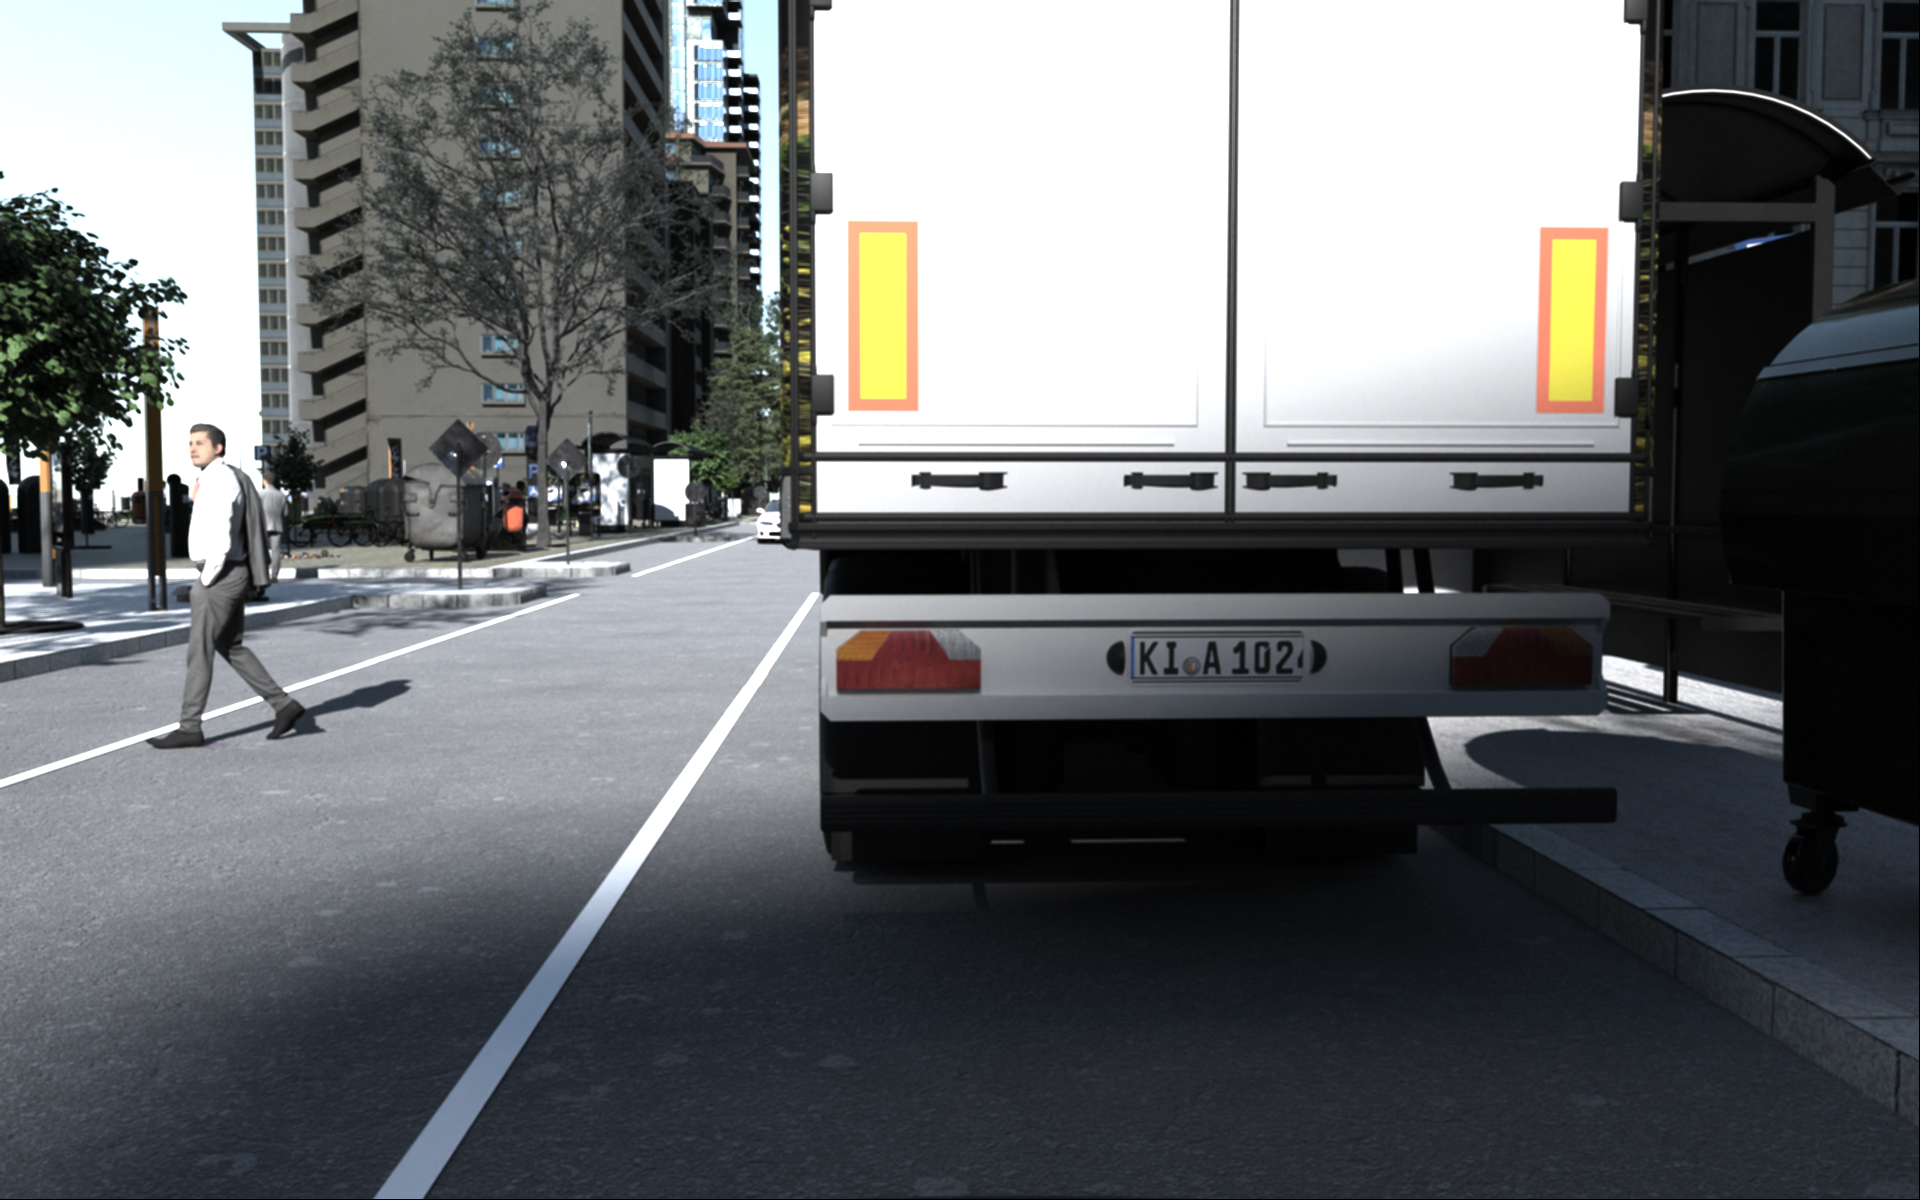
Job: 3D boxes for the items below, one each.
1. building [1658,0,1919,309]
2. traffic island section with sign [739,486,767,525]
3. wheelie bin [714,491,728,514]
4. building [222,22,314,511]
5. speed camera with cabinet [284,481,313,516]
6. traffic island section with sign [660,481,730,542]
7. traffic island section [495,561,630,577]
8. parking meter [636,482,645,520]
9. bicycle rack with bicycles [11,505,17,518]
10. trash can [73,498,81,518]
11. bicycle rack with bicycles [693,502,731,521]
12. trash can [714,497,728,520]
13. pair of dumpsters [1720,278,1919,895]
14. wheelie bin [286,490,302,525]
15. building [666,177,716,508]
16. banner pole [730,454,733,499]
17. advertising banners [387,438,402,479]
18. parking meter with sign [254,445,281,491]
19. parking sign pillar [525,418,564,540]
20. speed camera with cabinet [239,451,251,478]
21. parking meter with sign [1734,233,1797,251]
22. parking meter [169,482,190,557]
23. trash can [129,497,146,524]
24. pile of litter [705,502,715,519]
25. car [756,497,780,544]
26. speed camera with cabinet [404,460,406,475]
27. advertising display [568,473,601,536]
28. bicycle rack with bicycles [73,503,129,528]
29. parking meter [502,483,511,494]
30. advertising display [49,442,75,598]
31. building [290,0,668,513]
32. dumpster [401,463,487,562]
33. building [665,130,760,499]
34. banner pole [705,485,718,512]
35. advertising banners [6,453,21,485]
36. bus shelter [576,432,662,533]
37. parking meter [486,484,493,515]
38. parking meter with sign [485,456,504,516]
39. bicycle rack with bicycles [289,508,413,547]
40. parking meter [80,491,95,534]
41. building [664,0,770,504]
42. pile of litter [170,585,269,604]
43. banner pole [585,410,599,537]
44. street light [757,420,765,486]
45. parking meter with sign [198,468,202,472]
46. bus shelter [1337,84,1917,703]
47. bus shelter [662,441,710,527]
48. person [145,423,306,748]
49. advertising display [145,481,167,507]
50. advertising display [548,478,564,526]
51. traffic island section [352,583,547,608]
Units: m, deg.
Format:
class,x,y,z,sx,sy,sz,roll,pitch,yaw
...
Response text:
class,x,y,z,sx,sy,sz,roll,pitch,yaw
building,31.775,-16.636,48.414,44.131,29.872,17.030,0,4,-2
traffic island section with sign,-9.300,-4.435,81.136,1.989,1.847,2.006,0,4,-2
wheelie bin,-13.992,-5.731,101.609,0.980,1.594,0.693,1,4,16
building,-38.383,-27.362,139.257,32.217,40.220,23.993,0,4,-2
speed camera with cabinet,-37.396,-6.338,97.957,0.660,3.252,2.038,1,4,12
traffic island section with sign,-8.073,-2.715,53.011,1.989,1.847,2.006,0,4,-2
traffic island section,-7.107,-0.553,31.324,2.009,0.180,2.903,0,4,-2
parking meter,-15.688,-4.857,85.118,0.399,1.863,0.255,2,4,30
bicycle rack with bicycles,-42.908,-4.177,81.672,2.925,0.926,2.852,3,4,37
trash can,-35.782,-3.584,70.245,0.748,1.137,0.748,0,3,0
bicycle rack with bicycles,-12.386,-4.228,82.508,2.925,0.926,2.852,0,4,-3
trash can,-11.874,-4.555,86.135,0.748,1.137,0.748,0,3,0
pair of dumpsters,3.347,-0.062,3.512,1.574,2.255,4.437,0,4,-2
wheelie bin,-27.433,-3.873,71.227,0.693,1.594,0.980,-2,4,-29
building,-30.195,-23.685,158.945,14.160,30.474,14.107,0,4,-2
banner pole,-14.081,-7.109,106.253,0.401,3.779,0.863,-2,4,-28
advertising banners,-17.287,-3.594,54.952,0.090,3.025,2.074,2,4,34
parking meter with sign,-24.920,-4.069,62.792,0.543,3.016,1.738,0,4,1
parking sign pillar,-11.969,-3.705,49.046,1.447,3.967,1.447,0,4,-6
speed camera with cabinet,-33.624,-5.199,79.346,2.038,3.252,0.660,-2,4,-34
parking meter with sign,6.186,-0.979,12.274,1.738,3.016,0.543,-2,4,-35
parking meter,-15.912,-1.646,35.328,0.372,1.533,0.369,0,3,0
trash can,-34.911,-3.794,73.688,0.748,1.137,0.748,0,3,0
pile of litter,-13.332,-4.735,91.377,1.176,0.858,1.719,3,5,41
car,-4.975,-2.403,51.651,2.083,1.381,4.827,0,4,-1
speed camera with cabinet,-32.669,-6.600,102.251,0.660,3.252,2.038,0,4,4
advertising display,-11.594,-2.952,53.474,0.974,1.923,0.123,-1,4,-12
bicycle rack with bicycles,-33.163,-3.211,65.886,2.925,0.926,2.852,-1,4,-10
parking meter,-23.580,-5.164,90.135,0.255,1.863,0.399,3,5,40
advertising display,-11.236,-1.007,21.677,0.123,1.923,0.974,-2,4,-35
building,-31.795,-30.129,116.309,21.300,48.544,21.600,0,4,-2
dumpster,-9.907,-1.683,33.272,1.264,1.857,1.865,0,4,-3
building,-36.156,-34.008,210.651,22.147,44.769,28.867,0,4,-2
banner pole,-12.778,-6.086,89.519,0.863,3.779,0.401,0,4,7
advertising banners,-26.981,-3.333,50.681,2.074,3.025,0.090,0,4,5
bus shelter,-11.706,-4.013,59.536,2.014,3.302,5.546,0,4,-3
parking meter,-11.956,-2.153,43.617,0.372,1.533,0.369,0,3,0
parking meter with sign,-21.114,-5.000,78.018,0.543,3.016,1.738,0,4,6
bicycle rack with bicycles,-14.593,-1.788,42.615,2.925,0.926,2.852,1,4,12
parking meter,-28.108,-2.898,55.786,0.372,1.533,0.369,0,3,0
building,-37.417,-56.671,239.235,22.319,86.520,31.000,0,4,-2
pile of litter,-8.883,-0.420,20.828,1.176,0.858,1.719,-1,4,-8
banner pole,-11.122,-3.797,52.104,0.401,3.779,0.863,-1,4,-19
street light,-12.457,-8.282,108.192,0.468,5.910,1.993,0,4,-2
parking meter with sign,-38.166,-5.663,88.853,0.543,3.016,1.738,2,4,27
bus shelter,3.603,-1.066,11.349,2.014,3.302,5.546,0,4,-2
bus shelter,-11.282,-4.612,69.334,2.014,3.302,5.546,0,4,-2
person,-4.219,-0.081,9.918,0.850,1.850,0.679,-1,4,-22
advertising display,-38.557,-4.759,83.017,0.974,1.923,0.123,-3,5,-41
advertising display,-16.486,-3.961,69.984,0.974,1.923,0.123,1,4,9
traffic island section,-6.758,-0.065,23.346,2.009,0.180,2.903,0,4,-2
